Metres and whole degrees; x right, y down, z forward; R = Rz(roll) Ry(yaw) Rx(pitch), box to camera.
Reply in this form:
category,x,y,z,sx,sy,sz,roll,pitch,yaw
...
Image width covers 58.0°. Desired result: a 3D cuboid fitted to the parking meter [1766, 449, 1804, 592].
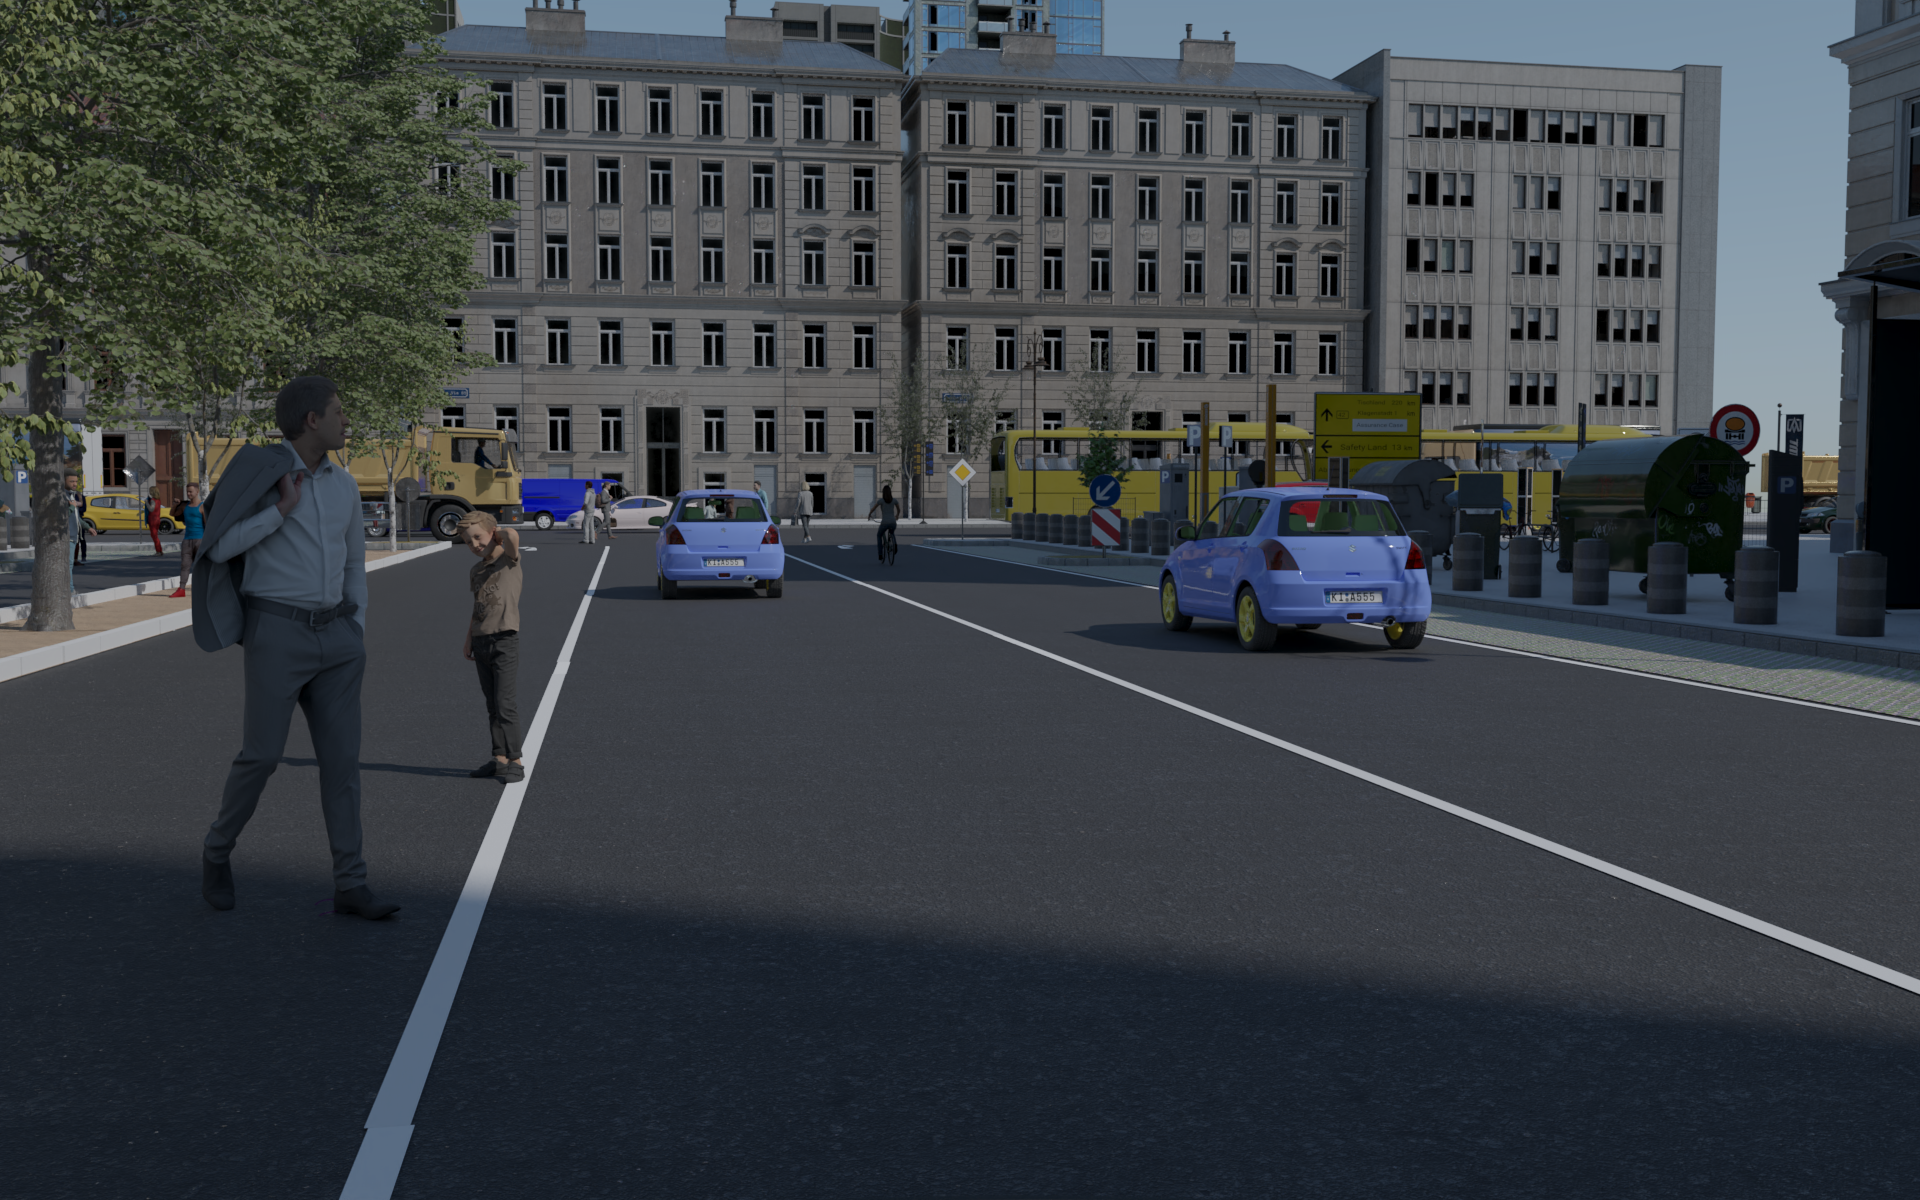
category,x,y,z,sx,sy,sz,roll,pitch,yaw
parking meter,10.821,-1.041,22.725,0.399,1.863,0.255,1,4,14

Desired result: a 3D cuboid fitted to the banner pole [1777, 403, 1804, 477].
category,x,y,z,sx,sy,sz,roll,pitch,yaw
banner pole,22.767,-3.527,47.685,0.863,3.779,0.401,1,4,14

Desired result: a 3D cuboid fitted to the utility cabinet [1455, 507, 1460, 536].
category,x,y,z,sx,sy,sz,roll,pitch,yaw
utility cabinet,9.047,-1.179,30.443,0.306,1.237,1.020,-1,4,-9

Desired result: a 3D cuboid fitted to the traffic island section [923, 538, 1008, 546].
category,x,y,z,sx,sy,sz,roll,pitch,yaw
traffic island section,0.089,-1.607,48.551,2.009,0.180,2.903,-1,4,-11

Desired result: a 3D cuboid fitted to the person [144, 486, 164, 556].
category,x,y,z,sx,sy,sz,roll,pitch,yaw
person,-18.522,-1.808,39.765,0.444,1.614,0.593,1,4,20

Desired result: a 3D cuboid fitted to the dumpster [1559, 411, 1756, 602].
category,x,y,z,sx,sy,sz,roll,pitch,yaw
dumpster,8.518,-1.145,21.208,1.502,2.255,1.985,-1,4,-11

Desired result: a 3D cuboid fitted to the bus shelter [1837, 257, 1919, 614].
category,x,y,z,sx,sy,sz,roll,pitch,yaw
bus shelter,10.701,-1.486,15.580,1.731,3.624,6.357,-1,4,-11

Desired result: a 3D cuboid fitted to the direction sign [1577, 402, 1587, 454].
category,x,y,z,sx,sy,sz,roll,pitch,yaw
direction sign,15.496,-3.133,43.218,0.379,3.537,0.876,2,4,30

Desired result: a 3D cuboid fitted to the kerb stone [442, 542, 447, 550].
category,x,y,z,sx,sy,sz,roll,pitch,yaw
kerb stone,-13.347,-1.355,44.415,0.120,0.150,1.000,-1,4,-11

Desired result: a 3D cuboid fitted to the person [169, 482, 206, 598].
category,x,y,z,sx,sy,sz,roll,pitch,yaw
person,-10.699,-0.835,24.021,0.647,1.594,0.662,0,4,1

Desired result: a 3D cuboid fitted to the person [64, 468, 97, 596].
category,x,y,z,sx,sy,sz,roll,pitch,yaw
person,-12.062,-0.889,23.376,0.721,1.781,0.623,-2,4,-24

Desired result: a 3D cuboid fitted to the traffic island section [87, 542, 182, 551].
category,x,y,z,sx,sy,sz,roll,pitch,yaw
traffic island section,-21.069,-1.359,44.509,2.009,0.180,2.903,-1,4,-11

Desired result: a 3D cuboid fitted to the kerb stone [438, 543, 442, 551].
category,x,y,z,sx,sy,sz,roll,pitch,yaw
kerb stone,-13.155,-1.297,43.407,0.120,0.150,1.000,-1,4,-11

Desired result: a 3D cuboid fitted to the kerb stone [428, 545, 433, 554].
category,x,y,z,sx,sy,sz,roll,pitch,yaw
kerb stone,-12.772,-1.171,41.390,0.120,0.150,1.000,-1,4,-11

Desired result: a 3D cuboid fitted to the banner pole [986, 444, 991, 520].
category,x,y,z,sx,sy,sz,roll,pitch,yaw
banner pole,1.720,-5.871,86.013,0.863,3.779,0.401,1,4,10

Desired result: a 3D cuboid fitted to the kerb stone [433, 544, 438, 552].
category,x,y,z,sx,sy,sz,roll,pitch,yaw
kerb stone,-12.966,-1.236,42.399,0.120,0.150,1.000,-1,4,-11

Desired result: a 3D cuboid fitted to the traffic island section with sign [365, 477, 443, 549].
category,x,y,z,sx,sy,sz,roll,pitch,yaw
traffic island section with sign,-14.723,-2.313,45.962,2.006,1.907,1.989,-1,4,-11

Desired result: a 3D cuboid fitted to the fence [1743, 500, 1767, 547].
category,x,y,z,sx,sy,sz,roll,pitch,yaw
fence,15.609,-1.450,34.911,0.480,1.192,2.264,-2,4,-35

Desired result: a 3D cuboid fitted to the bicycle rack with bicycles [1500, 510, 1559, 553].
category,x,y,z,sx,sy,sz,roll,pitch,yaw
bicycle rack with bicycles,13.545,-1.530,38.398,2.852,0.926,2.925,0,4,-4

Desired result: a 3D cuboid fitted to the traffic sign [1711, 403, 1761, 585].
category,x,y,z,sx,sy,sz,roll,pitch,yaw
traffic sign,10.902,-1.491,24.478,0.768,2.556,0.104,0,4,-6

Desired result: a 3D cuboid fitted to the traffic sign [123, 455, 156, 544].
category,x,y,z,sx,sy,sz,roll,pitch,yaw
traffic sign,-21.047,-2.496,44.451,0.795,2.450,0.064,-1,4,-11

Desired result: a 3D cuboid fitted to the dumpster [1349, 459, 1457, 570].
category,x,y,z,sx,sy,sz,roll,pitch,yaw
dumpster,7.601,-1.463,29.676,1.264,1.857,1.865,-1,4,-11

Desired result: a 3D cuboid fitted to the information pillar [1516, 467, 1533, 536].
category,x,y,z,sx,sy,sz,roll,pitch,yaw
information pillar,15.623,-2.657,47.932,0.304,2.012,0.304,-3,5,-42

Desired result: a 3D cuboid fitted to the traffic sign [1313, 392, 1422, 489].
category,x,y,z,sx,sy,sz,roll,pitch,yaw
traffic sign,8.135,-2.494,34.652,2.265,3.308,0.079,-1,4,-9

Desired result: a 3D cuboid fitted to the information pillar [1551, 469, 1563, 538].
category,x,y,z,sx,sy,sz,roll,pitch,yaw
information pillar,17.366,-2.808,50.409,0.304,2.012,0.304,1,4,19

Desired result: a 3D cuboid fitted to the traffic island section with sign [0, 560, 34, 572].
category,x,y,z,sx,sy,sz,roll,pitch,yaw
traffic island section with sign,-18.372,-1.439,32.153,1.989,1.847,2.006,-1,4,-11

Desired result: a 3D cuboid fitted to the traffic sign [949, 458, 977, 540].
category,x,y,z,sx,sy,sz,roll,pitch,yaw
traffic sign,0.067,-2.742,48.470,0.795,2.450,0.064,-1,4,-11

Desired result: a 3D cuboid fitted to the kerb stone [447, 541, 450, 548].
category,x,y,z,sx,sy,sz,roll,pitch,yaw
kerb stone,-13.545,-1.421,45.423,0.120,0.150,1.000,-1,4,-11

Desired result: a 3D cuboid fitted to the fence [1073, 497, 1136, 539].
category,x,y,z,sx,sy,sz,roll,pitch,yaw
fence,4.062,-2.292,48.675,2.264,1.192,0.480,-2,4,-29

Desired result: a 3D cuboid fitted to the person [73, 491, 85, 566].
category,x,y,z,sx,sy,sz,roll,pitch,yaw
person,-17.788,-1.503,34.541,0.566,1.644,0.517,-3,5,-43

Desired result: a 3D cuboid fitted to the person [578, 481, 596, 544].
category,x,y,z,sx,sy,sz,roll,pitch,yaw
person,-10.681,-2.505,49.611,0.789,1.805,0.875,1,4,14

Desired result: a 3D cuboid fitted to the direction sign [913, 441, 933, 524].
category,x,y,z,sx,sy,sz,roll,pitch,yaw
direction sign,-1.574,-5.032,74.269,0.876,3.537,0.379,-1,4,-9

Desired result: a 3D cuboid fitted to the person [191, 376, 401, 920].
category,x,y,z,sx,sy,sz,roll,pitch,yaw
person,-2.293,0.166,5.889,0.850,1.850,0.679,2,4,28

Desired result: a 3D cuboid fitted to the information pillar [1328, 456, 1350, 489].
category,x,y,z,sx,sy,sz,roll,pitch,yaw
information pillar,7.343,-1.783,33.642,0.304,2.012,0.304,3,5,43

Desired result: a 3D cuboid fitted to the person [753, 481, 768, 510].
category,x,y,z,sx,sy,sz,roll,pitch,yaw
person,-5.725,-2.547,50.167,0.660,1.820,0.620,3,5,44

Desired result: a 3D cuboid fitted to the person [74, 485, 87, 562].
category,x,y,z,sx,sy,sz,roll,pitch,yaw
person,-18.685,-1.666,36.451,0.576,1.737,0.504,-1,4,-15

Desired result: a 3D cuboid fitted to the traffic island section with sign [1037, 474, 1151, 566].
category,x,y,z,sx,sy,sz,roll,pitch,yaw
traffic island section with sign,2.643,-1.625,35.200,1.989,1.847,2.006,-1,4,-11

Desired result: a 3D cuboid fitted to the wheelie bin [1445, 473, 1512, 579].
category,x,y,z,sx,sy,sz,roll,pitch,yaw
wheelie bin,7.843,-1.120,26.227,0.980,1.594,0.693,1,4,16

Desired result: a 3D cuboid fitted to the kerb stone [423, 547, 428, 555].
category,x,y,z,sx,sy,sz,roll,pitch,yaw
kerb stone,-12.580,-1.112,40.380,0.120,0.150,1.000,-1,4,-11

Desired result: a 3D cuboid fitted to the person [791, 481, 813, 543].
category,x,y,z,sx,sy,sz,roll,pitch,yaw
person,-4.576,-2.559,50.528,0.709,1.800,0.728,-2,4,-34

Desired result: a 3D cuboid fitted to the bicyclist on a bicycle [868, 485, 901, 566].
category,x,y,z,sx,sy,sz,roll,pitch,yaw
bicyclist on a bicycle,-1.495,-1.535,35.122,1.499,1.676,1.625,-1,4,-13

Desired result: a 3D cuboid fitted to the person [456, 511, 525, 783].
category,x,y,z,sx,sy,sz,roll,pitch,yaw
person,-2.342,0.225,8.727,0.435,1.345,0.340,1,4,22

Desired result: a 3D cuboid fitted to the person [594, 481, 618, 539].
category,x,y,z,sx,sy,sz,roll,pitch,yaw
person,-11.225,-2.830,54.728,0.822,1.834,0.622,-1,4,-21

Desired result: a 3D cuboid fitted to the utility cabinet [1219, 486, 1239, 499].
category,x,y,z,sx,sy,sz,roll,pitch,yaw
utility cabinet,7.556,-2.392,47.790,0.318,1.500,1.173,-1,4,-22

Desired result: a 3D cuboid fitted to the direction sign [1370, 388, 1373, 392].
category,x,y,z,sx,sy,sz,roll,pitch,yaw
direction sign,8.880,-2.783,37.497,0.379,3.537,0.876,1,4,11

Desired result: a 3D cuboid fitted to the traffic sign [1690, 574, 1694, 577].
category,x,y,z,sx,sy,sz,roll,pitch,yaw
traffic sign,11.353,-1.509,26.805,0.606,2.300,0.079,0,4,-5
